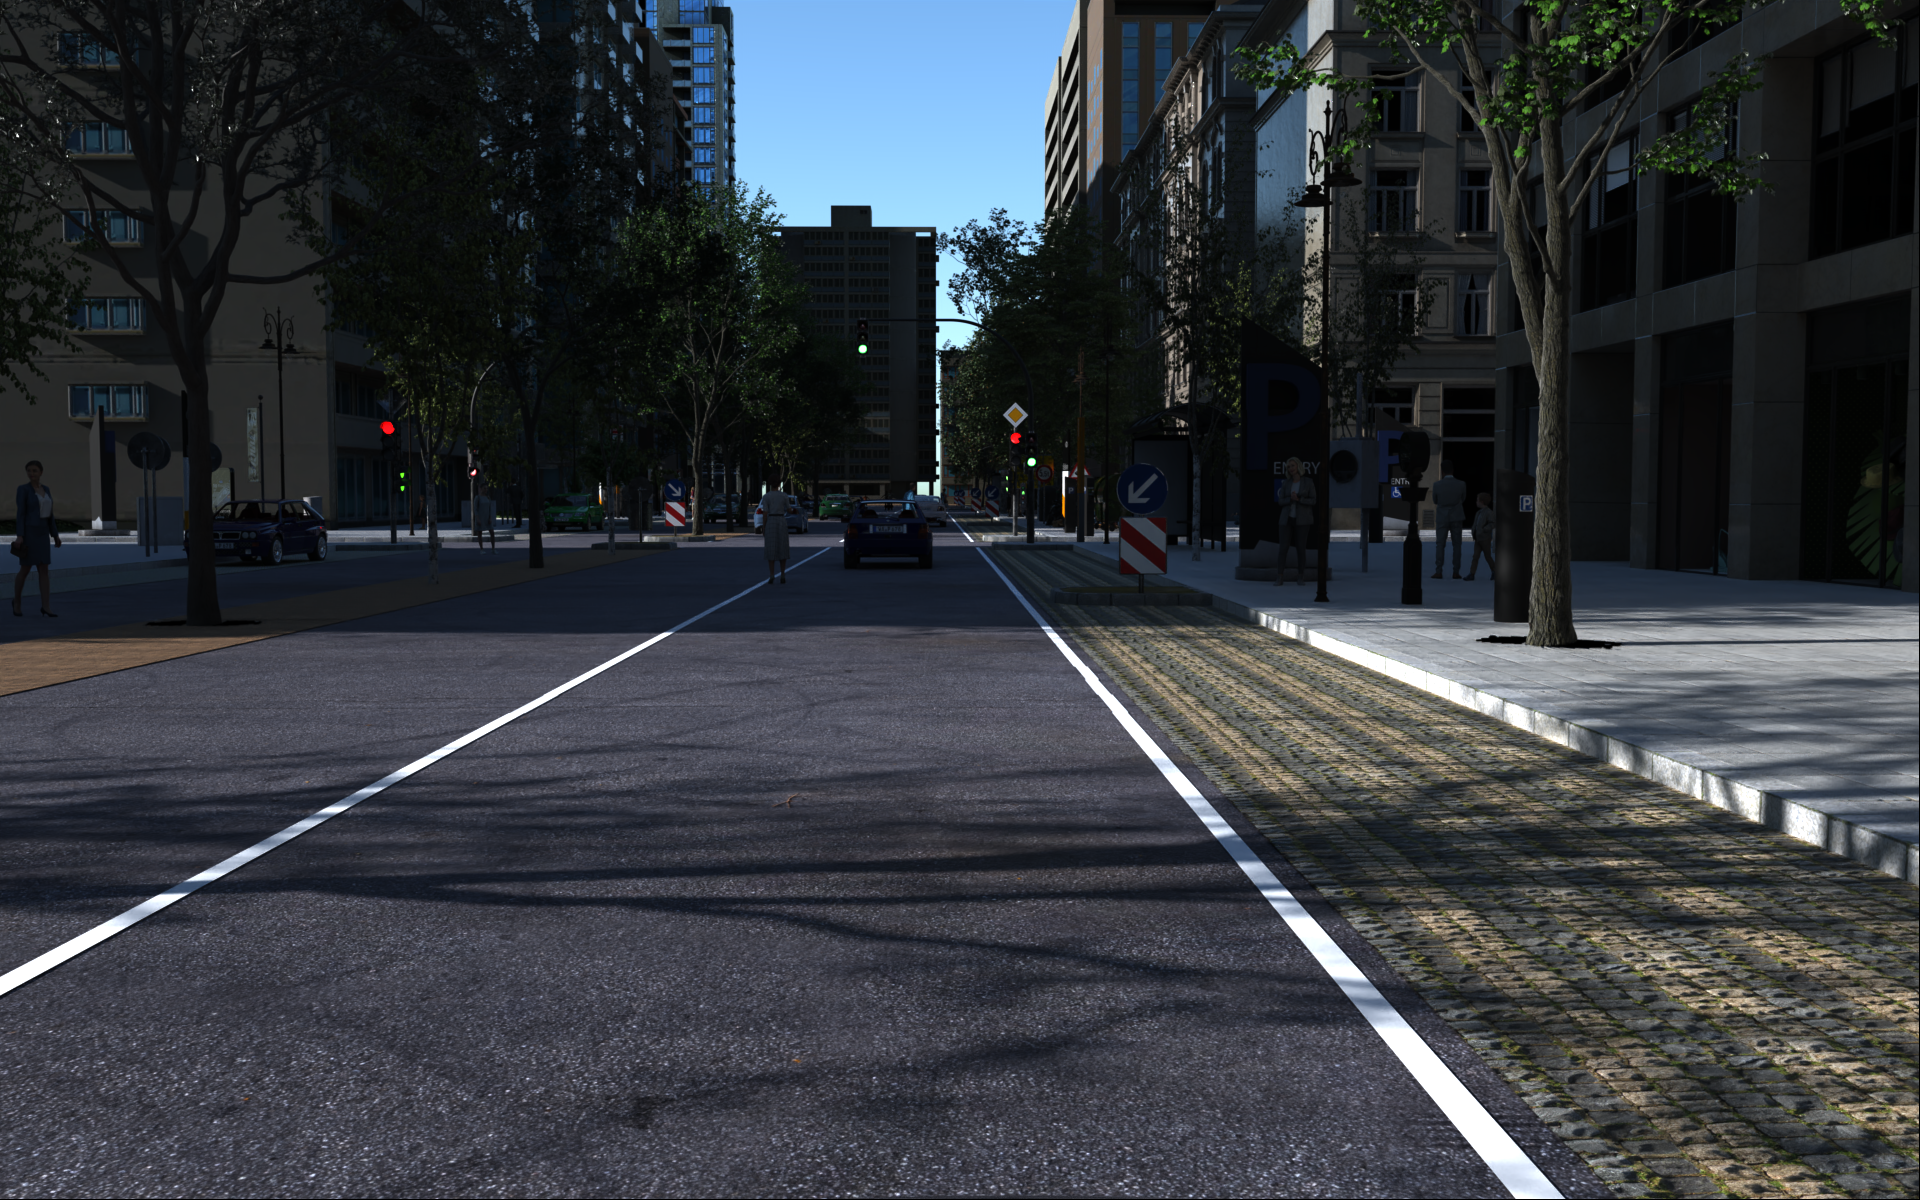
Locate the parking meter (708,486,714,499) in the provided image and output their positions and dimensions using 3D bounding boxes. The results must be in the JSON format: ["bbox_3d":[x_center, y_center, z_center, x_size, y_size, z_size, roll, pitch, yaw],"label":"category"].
[{"bbox_3d":[-17.676,-7.166,122.868,0.255,1.863,0.399,3,5,39],"label":"parking meter"}]

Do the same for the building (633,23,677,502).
[{"bbox_3d":[-35.061,-31.461,164.495,14.600,45.320,14.200,0,4,-1],"label":"building"}]

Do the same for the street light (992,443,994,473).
[{"bbox_3d":[2.445,-9.483,127.840,0.468,5.910,1.993,0,4,-1],"label":"street light"}]

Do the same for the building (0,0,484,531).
[{"bbox_3d":[-32.909,-27.268,69.541,21.300,48.544,21.600,0,4,-1],"label":"building"}]

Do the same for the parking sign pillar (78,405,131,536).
[{"bbox_3d":[-26.383,-3.965,53.297,1.447,3.967,1.447,-3,4,-39],"label":"parking sign pillar"}]

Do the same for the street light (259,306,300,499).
[{"bbox_3d":[-16.776,-4.283,42.822,0.468,5.910,1.993,0,4,-1],"label":"street light"}]

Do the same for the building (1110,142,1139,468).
[{"bbox_3d":[18.069,-20.099,116.008,14.401,28.519,23.554,0,4,-1],"label":"building"}]

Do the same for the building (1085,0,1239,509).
[{"bbox_3d":[18.093,-30.254,144.766,14.600,45.320,14.200,0,4,-1],"label":"building"}]

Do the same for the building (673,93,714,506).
[{"bbox_3d":[-42.065,-32.367,183.820,28.867,44.769,22.147,0,4,-1],"label":"building"}]

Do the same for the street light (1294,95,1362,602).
[{"bbox_3d":[4.318,-2.918,20.495,0.468,5.910,1.993,0,4,-1],"label":"street light"}]

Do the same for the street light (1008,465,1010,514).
[{"bbox_3d":[2.935,-8.020,103.911,0.468,5.910,1.993,0,4,-1],"label":"street light"}]

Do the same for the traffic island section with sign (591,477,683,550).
[{"bbox_3d":[-8.444,-2.268,45.218,2.006,1.907,1.989,0,4,-1],"label":"traffic island section with sign"}]

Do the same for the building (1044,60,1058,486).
[{"bbox_3d":[20.342,-34.345,185.234,21.300,48.544,21.600,0,4,-1],"label":"building"}]

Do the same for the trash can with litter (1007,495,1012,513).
[{"bbox_3d":[3.471,-6.529,117.809,2.233,1.210,1.678,2,4,33],"label":"trash can with litter"}]

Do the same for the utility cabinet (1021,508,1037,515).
[{"bbox_3d":[4.362,-5.975,108.861,1.020,1.237,0.306,2,4,27],"label":"utility cabinet"}]

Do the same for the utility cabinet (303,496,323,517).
[{"bbox_3d":[-16.969,-2.095,45.420,0.306,1.237,1.020,-2,4,-31],"label":"utility cabinet"}]

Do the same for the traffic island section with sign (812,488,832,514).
[{"bbox_3d":[-9.831,-7.316,127.752,2.006,1.907,1.989,0,4,-1],"label":"traffic island section with sign"}]

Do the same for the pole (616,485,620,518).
[{"bbox_3d":[-18.093,-5.980,91.615,0.158,3.312,0.155,0,3,0],"label":"pole"}]

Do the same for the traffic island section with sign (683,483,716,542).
[{"bbox_3d":[-8.559,-2.721,52.624,2.006,1.907,1.989,0,4,-1],"label":"traffic island section with sign"}]

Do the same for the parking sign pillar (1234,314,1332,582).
[{"bbox_3d":[4.857,-2.290,25.918,1.447,3.967,1.447,0,4,6],"label":"parking sign pillar"}]

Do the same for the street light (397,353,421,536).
[{"bbox_3d":[-16.948,-4.929,53.382,0.468,5.910,1.993,0,4,-1],"label":"street light"}]

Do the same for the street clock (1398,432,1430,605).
[{"bbox_3d":[5.267,-0.952,20.133,0.358,2.002,0.471,0,4,-4],"label":"street clock"}]

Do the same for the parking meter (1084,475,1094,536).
[{"bbox_3d":[3.890,-2.863,52.518,0.255,1.863,0.399,-1,4,-22],"label":"parking meter"}]

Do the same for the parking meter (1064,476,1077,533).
[{"bbox_3d":[3.657,-3.145,57.137,0.399,1.863,0.255,0,4,-3],"label":"parking meter"}]

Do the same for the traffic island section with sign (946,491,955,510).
[{"bbox_3d":[0.005,-8.958,155.095,1.989,1.847,2.006,0,4,-1],"label":"traffic island section with sign"}]

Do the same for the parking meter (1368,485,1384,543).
[{"bbox_3d":[10.937,-2.270,45.525,0.372,1.533,0.369,0,3,0],"label":"parking meter"}]

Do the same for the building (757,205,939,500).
[{"bbox_3d":[-14.822,-33.279,235.987,23.993,40.220,32.217,0,4,-1],"label":"building"}]

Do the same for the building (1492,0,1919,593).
[{"bbox_3d":[21.423,-13.176,19.938,19.350,26.468,34.151,0,4,-1],"label":"building"}]

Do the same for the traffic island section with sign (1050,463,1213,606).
[{"bbox_3d":[2.223,-0.879,23.002,1.989,1.847,2.006,0,4,-1],"label":"traffic island section with sign"}]

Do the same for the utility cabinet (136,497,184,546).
[{"bbox_3d":[-19.899,-1.953,43.093,1.020,1.237,0.306,-3,4,-38],"label":"utility cabinet"}]

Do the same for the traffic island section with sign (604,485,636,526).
[{"bbox_3d":[-14.924,-4.240,77.951,1.989,1.847,2.006,0,4,-1],"label":"traffic island section with sign"}]

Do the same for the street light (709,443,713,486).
[{"bbox_3d":[-18.067,-9.329,125.309,0.468,5.910,1.993,0,4,-1],"label":"street light"}]

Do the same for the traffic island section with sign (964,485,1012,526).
[{"bbox_3d":[1.310,-4.240,77.950,1.989,1.847,2.006,0,4,-1],"label":"traffic island section with sign"}]

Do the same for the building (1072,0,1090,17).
[{"bbox_3d":[20.891,-32.959,162.583,21.300,48.544,21.600,0,4,-1],"label":"building"}]

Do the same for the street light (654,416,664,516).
[{"bbox_3d":[-17.597,-7.857,101.245,0.468,5.910,1.993,0,4,-1],"label":"street light"}]

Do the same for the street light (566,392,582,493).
[{"bbox_3d":[-17.215,-6.393,77.314,0.468,5.910,1.993,0,4,-1],"label":"street light"}]

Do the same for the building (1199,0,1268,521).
[{"bbox_3d":[18.300,-18.645,92.237,14.401,28.519,23.554,0,4,-1],"label":"building"}]

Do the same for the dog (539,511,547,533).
[{"bbox_3d":[-15.543,-2.887,64.033,0.513,0.831,0.800,1,4,22],"label":"dog"}]

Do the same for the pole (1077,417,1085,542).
[{"bbox_3d":[3.213,-3.194,46.065,0.158,3.312,0.155,0,3,0],"label":"pole"}]

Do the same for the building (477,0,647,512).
[{"bbox_3d":[-38.361,-31.953,142.037,23.786,49.044,30.456,0,4,-1],"label":"building"}]

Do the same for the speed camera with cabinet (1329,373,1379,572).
[{"bbox_3d":[5.913,-2.105,28.745,2.038,3.252,0.660,3,5,45],"label":"speed camera with cabinet"}]

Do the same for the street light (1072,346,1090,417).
[{"bbox_3d":[3.773,-4.972,54.083,0.468,5.910,1.993,0,4,-1],"label":"street light"}]

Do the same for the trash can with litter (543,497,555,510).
[{"bbox_3d":[-18.471,-4.060,77.775,0.624,1.170,1.055,-1,4,-22],"label":"trash can with litter"}]

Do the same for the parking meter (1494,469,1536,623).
[{"bbox_3d":[5.566,-0.549,17.386,0.372,1.533,0.369,0,3,0],"label":"parking meter"}]

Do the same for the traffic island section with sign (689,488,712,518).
[{"bbox_3d":[-15.382,-5.911,105.277,1.989,1.847,2.006,0,4,-1],"label":"traffic island section with sign"}]

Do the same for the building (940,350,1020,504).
[{"bbox_3d":[11.879,-23.787,233.955,28.899,21.520,27.650,0,4,-1],"label":"building"}]

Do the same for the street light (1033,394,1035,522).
[{"bbox_3d":[3.293,-6.436,78.012,0.468,5.910,1.993,0,4,-1],"label":"street light"}]

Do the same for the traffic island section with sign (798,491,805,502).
[{"bbox_3d":[-16.676,-10.654,182.820,1.989,1.847,2.006,0,4,-1],"label":"traffic island section with sign"}]

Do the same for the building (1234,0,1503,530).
[{"bbox_3d":[27.169,-14.389,68.540,30.059,22.955,16.112,0,4,-1],"label":"building"}]

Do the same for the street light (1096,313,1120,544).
[{"bbox_3d":[3.775,-4.381,44.423,0.468,5.910,1.993,0,4,-1],"label":"street light"}]

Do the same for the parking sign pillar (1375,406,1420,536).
[{"bbox_3d":[13.369,-3.949,53.043,1.447,3.967,1.447,1,4,9],"label":"parking sign pillar"}]

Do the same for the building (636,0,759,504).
[{"bbox_3d":[-42.599,-55.979,227.933,31.000,86.520,22.319,0,4,-1],"label":"building"}]

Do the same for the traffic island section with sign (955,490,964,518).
[{"bbox_3d":[0.848,-5.914,105.328,1.989,1.847,2.006,0,4,-1],"label":"traffic island section with sign"}]
